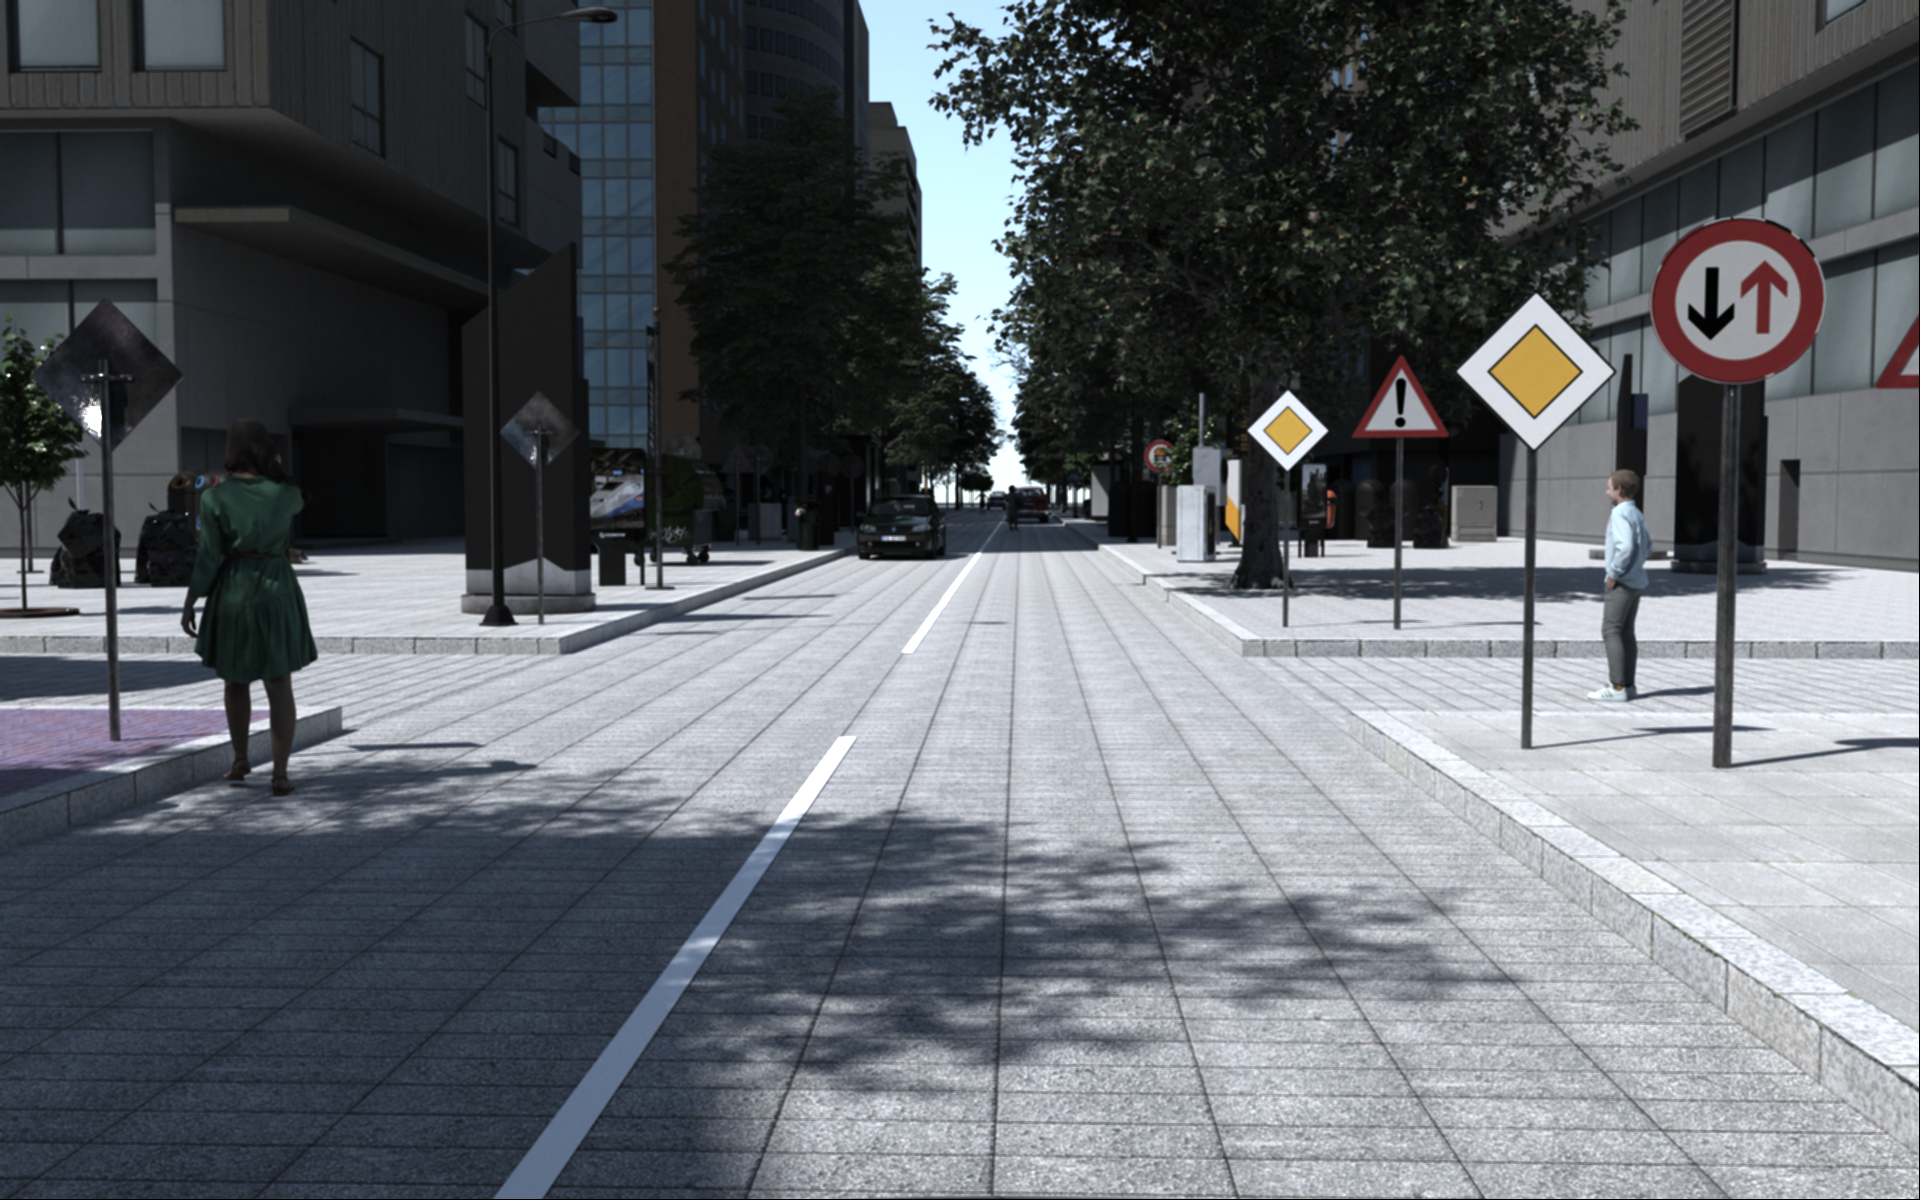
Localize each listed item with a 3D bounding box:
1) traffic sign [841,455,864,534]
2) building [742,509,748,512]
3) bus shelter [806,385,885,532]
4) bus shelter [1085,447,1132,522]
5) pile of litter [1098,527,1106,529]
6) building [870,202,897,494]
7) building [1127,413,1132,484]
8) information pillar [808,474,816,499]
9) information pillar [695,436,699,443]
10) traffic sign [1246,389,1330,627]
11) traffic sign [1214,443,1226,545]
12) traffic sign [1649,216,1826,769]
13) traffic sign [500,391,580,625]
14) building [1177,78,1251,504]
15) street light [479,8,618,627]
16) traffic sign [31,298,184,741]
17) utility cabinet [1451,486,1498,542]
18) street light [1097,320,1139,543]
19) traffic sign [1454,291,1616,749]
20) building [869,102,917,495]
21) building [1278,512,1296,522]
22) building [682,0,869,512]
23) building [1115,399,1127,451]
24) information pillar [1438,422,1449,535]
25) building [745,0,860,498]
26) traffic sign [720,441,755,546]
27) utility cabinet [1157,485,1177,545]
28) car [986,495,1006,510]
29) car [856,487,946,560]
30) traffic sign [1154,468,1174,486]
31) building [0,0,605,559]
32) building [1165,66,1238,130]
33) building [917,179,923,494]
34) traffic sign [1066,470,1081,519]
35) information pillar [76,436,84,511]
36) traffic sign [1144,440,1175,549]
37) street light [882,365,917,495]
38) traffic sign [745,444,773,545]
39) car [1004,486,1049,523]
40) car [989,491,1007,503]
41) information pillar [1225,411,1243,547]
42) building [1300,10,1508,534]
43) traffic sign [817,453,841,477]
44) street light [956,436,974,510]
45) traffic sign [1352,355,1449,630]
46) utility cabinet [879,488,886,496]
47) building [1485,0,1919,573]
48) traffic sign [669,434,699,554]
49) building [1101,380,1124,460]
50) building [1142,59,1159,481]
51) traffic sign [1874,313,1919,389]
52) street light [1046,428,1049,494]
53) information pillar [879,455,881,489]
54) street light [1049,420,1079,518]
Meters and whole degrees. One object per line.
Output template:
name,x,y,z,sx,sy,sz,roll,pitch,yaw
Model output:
traffic sign,-3.478,-3.411,55.874,0.768,2.556,0.104,0,4,5
building,-26.111,-25.232,104.419,32.217,40.220,23.993,0,4,2
bus shelter,-4.133,-5.188,62.451,2.179,5.291,8.768,0,4,2
bus shelter,6.713,-5.128,77.762,2.014,3.302,5.546,0,4,2
pile of litter,5.961,-3.053,63.875,1.719,0.858,1.176,2,4,34
building,-22.981,-30.827,195.895,32.217,40.220,23.993,0,4,2
building,25.470,-31.035,191.018,14.154,41.232,14.086,0,4,2
information pillar,-5.409,-3.570,62.857,0.304,2.012,0.304,0,4,7
information pillar,-10.597,-4.760,69.174,0.183,3.616,0.504,3,5,43
traffic sign,3.135,-0.795,16.642,0.795,2.450,0.064,0,4,2
traffic sign,6.495,-2.654,43.492,0.768,2.556,0.104,0,4,8
traffic sign,3.577,-0.486,8.053,0.768,2.556,0.104,1,4,9
traffic sign,-4.104,-0.812,16.920,0.795,2.450,0.064,0,4,2
building,26.204,-48.526,106.065,22.319,86.520,31.000,0,4,2
street light,-3.971,-2.703,16.733,1.470,5.913,1.316,0,4,2
traffic sign,-4.389,-0.324,8.940,0.795,2.450,0.064,0,4,2
utility cabinet,13.717,-2.294,46.180,1.173,1.500,0.318,-1,4,-11
street light,4.045,-4.483,45.839,1.470,5.913,1.316,0,4,2
traffic sign,2.850,-0.307,8.662,0.795,2.450,0.064,0,4,2
building,-16.698,-36.363,218.240,21.300,48.544,21.600,0,4,2
building,21.050,-24.471,83.694,14.154,41.232,14.086,0,4,2
building,-15.442,-30.717,152.332,14.600,45.320,14.200,0,4,2
building,30.699,-36.283,212.837,23.786,49.044,30.456,0,4,2
information pillar,15.061,-3.829,53.952,0.183,3.616,0.504,-1,4,-14
building,-19.397,-35.992,130.466,21.231,58.520,28.212,0,4,2
traffic sign,-5.499,-2.616,42.781,0.884,2.594,0.081,1,4,9
utility cabinet,5.382,-2.113,43.233,0.318,1.500,1.173,3,5,43
car,3.316,-8.890,157.939,1.945,1.354,3.894,0,4,3
car,-1.287,-1.796,39.154,2.009,1.686,4.222,0,4,4
traffic sign,5.683,-2.943,48.224,0.768,2.556,0.104,1,4,11
building,-26.108,-27.899,45.384,28.713,52.752,27.495,0,4,2
building,26.749,-31.179,133.472,21.300,48.544,21.600,0,4,2
building,-12.449,-35.838,236.066,14.600,45.320,14.200,0,4,2
traffic sign,5.944,-5.527,90.467,0.768,2.556,0.104,1,4,9
information pillar,-14.141,-2.230,27.822,0.183,3.616,0.504,-2,4,-28
traffic sign,4.702,-2.483,40.699,0.768,2.556,0.104,0,4,3
street light,-2.245,-5.506,62.562,1.470,5.913,1.316,0,4,2
traffic sign,-5.103,-2.671,43.783,0.768,2.556,0.104,1,4,10
car,3.375,-4.809,87.292,2.281,1.827,5.304,0,3,0
car,4.661,-12.206,208.240,2.281,1.827,5.304,0,4,1
information pillar,6.609,-3.083,41.759,0.183,3.616,0.504,-2,4,-32
building,20.345,-25.160,61.479,14.600,45.320,14.200,0,4,2
traffic sign,-4.070,-3.286,53.826,0.768,2.556,0.104,0,4,5
street light,0.375,-10.186,139.088,1.470,5.913,1.316,0,4,2
traffic sign,4.140,-0.999,16.330,0.884,2.594,0.081,1,4,10
utility cabinet,-3.220,-3.627,67.978,0.318,1.500,1.173,-1,4,-22
building,28.231,-27.397,37.185,27.495,52.752,28.713,0,4,2
traffic sign,-5.893,-2.249,36.870,0.768,2.556,0.104,0,4,3
building,30.724,-37.644,239.177,21.300,48.544,21.600,0,4,2
building,23.597,-28.626,151.629,14.154,41.232,14.086,0,4,2
traffic sign,5.060,-0.536,8.761,0.884,2.594,0.081,0,4,6
street light,6.759,-9.112,121.520,1.470,5.913,1.316,0,4,2
information pillar,-4.242,-5.862,87.198,0.504,3.616,0.183,1,4,16
street light,5.603,-7.280,91.575,1.470,5.913,1.316,0,4,2
